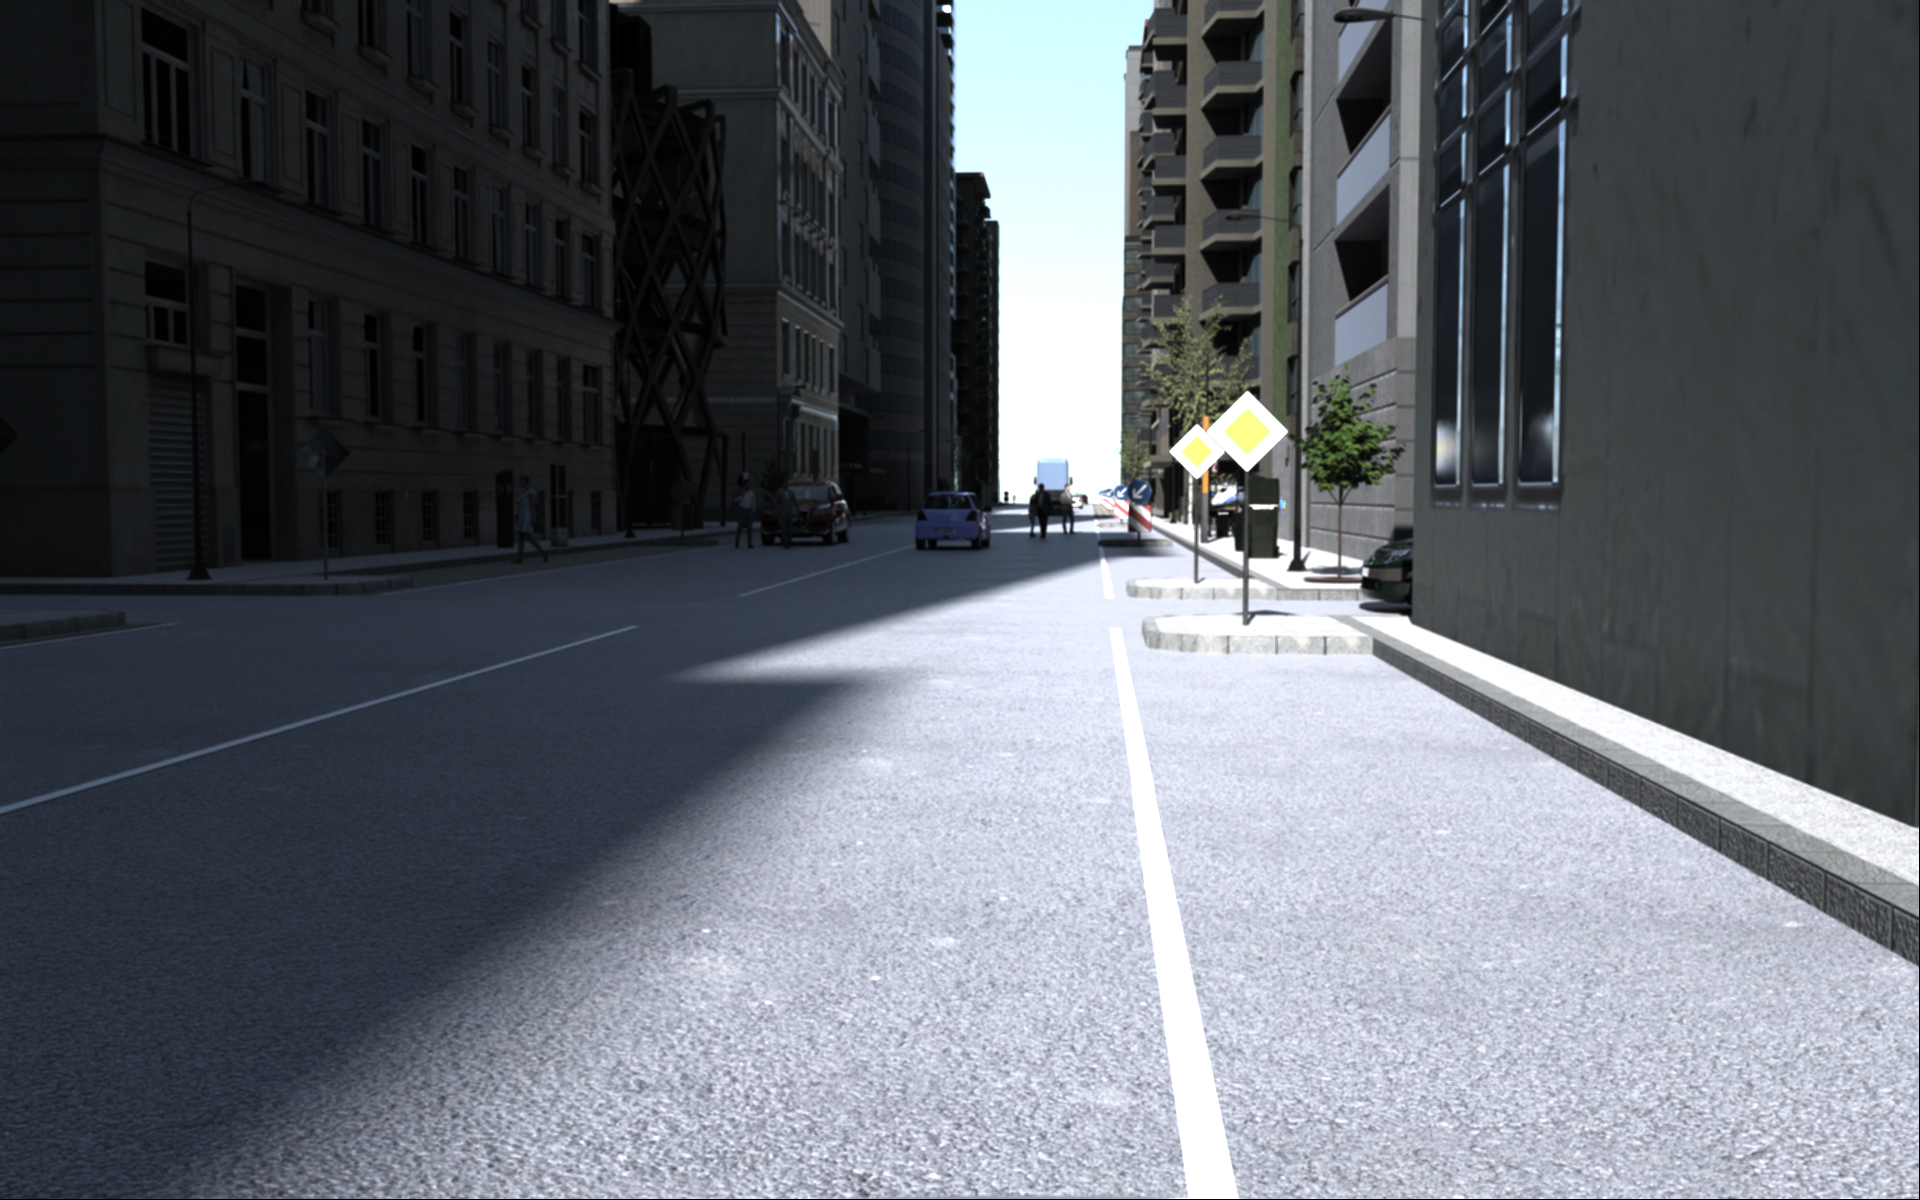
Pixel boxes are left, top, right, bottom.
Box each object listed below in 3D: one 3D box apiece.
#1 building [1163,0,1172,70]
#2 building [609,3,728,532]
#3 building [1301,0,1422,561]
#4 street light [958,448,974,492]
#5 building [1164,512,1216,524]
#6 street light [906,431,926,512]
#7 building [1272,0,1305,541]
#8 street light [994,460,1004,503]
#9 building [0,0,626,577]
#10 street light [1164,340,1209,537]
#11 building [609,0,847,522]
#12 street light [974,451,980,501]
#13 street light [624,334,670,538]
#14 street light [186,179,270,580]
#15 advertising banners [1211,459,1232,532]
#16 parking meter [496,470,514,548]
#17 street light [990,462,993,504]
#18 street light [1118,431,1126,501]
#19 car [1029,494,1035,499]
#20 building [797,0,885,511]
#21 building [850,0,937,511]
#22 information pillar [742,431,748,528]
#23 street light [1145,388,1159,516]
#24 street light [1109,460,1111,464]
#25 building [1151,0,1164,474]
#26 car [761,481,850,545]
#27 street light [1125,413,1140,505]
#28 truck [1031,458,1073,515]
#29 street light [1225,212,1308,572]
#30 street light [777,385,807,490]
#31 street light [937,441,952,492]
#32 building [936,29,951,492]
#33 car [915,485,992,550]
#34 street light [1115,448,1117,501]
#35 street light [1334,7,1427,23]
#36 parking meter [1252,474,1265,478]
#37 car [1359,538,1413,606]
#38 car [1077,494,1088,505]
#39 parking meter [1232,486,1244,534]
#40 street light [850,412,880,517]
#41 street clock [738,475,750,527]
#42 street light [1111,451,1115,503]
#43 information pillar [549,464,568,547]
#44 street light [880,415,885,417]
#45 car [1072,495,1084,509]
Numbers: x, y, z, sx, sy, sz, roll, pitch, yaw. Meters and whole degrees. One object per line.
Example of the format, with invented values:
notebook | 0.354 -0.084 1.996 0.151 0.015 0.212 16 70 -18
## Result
building | 20.183 -28.178 110.823 14.600 45.320 14.200 0 4 4
building | -17.519 -12.083 65.007 16.820 18.784 16.811 0 4 4
building | 21.788 -29.941 31.539 28.212 58.520 21.231 0 4 4
street light | 0.409 -12.320 173.978 1.470 5.913 1.316 0 4 4
building | 19.925 -26.095 81.270 22.147 44.769 28.867 0 4 4
street light | -3.213 -9.431 126.744 1.470 5.913 1.316 0 4 4
building | 16.472 -17.171 52.450 14.160 30.474 14.107 0 4 4
street light | 4.766 -15.927 232.941 1.470 5.913 1.316 0 4 4
building | -19.204 -12.683 40.646 16.112 22.955 30.059 0 4 4
street light | 6.902 -4.877 52.275 1.470 5.913 1.316 0 4 4
building | -13.776 -18.537 88.989 13.634 28.700 20.117 0 4 4
street light | 1.128 -12.996 185.025 1.470 5.913 1.316 0 4 4
street light | -9.113 -4.765 50.452 1.470 5.913 1.316 0 4 4
street light | -10.885 -3.256 25.772 1.470 5.913 1.316 0 4 4
advertising banners | 9.052 -3.832 58.838 0.090 3.025 2.074 -1 4 -23
parking meter | -10.885 -2.184 41.414 0.255 1.863 0.399 1 4 20
street light | 2.867 -14.440 208.635 1.470 5.913 1.316 0 4 4
street light | 12.653 -9.524 128.257 1.470 5.913 1.316 0 4 4
car | 9.636 -12.631 215.561 2.155 1.783 4.494 0 4 4
building | -19.947 -32.191 115.560 28.713 52.752 27.495 0 4 4
building | -13.662 -36.810 143.842 21.231 58.520 28.212 0 4 4
information pillar | -8.056 -4.506 65.022 0.183 3.616 0.504 1 4 8
street light | 8.813 -6.320 75.872 1.470 5.913 1.316 0 4 4
street light | 17.159 -13.154 187.609 1.470 5.913 1.316 0 4 4
building | 28.447 -33.125 130.840 28.713 52.752 27.495 0 4 4
car | -4.421 -2.530 50.036 2.281 1.827 5.304 0 4 3
street light | 10.418 -7.765 99.492 1.470 5.913 1.316 0 4 4
truck | 6.575 -8.240 124.475 2.967 4.110 18.799 0 4 4
street light | 5.067 -3.433 28.672 1.470 5.913 1.316 0 4 4
street light | -7.235 -6.209 74.051 1.470 5.913 1.316 0 4 4
street light | -1.406 -10.875 150.349 1.470 5.913 1.316 0 4 4
building | -8.335 -31.525 165.542 14.600 45.320 14.200 0 4 4
car | -0.156 -2.220 45.896 1.945 1.707 3.694 0 4 6
street light | 14.596 -10.986 152.160 1.470 5.913 1.316 0 4 4
street light | 4.270 -2.699 16.675 1.470 5.913 1.316 0 4 4
parking meter | 8.750 -2.754 50.732 0.399 1.863 0.255 0 4 -6
car | 7.005 -0.683 20.959 4.222 1.686 2.009 0 4 4
car | 16.719 -14.066 239.021 2.155 1.783 4.494 0 4 2
parking meter | 8.870 -2.868 55.298 0.372 1.533 0.369 0 3 0
street light | -5.478 -7.654 97.681 1.470 5.913 1.316 0 4 4
street clock | -8.204 -3.740 65.726 0.471 2.002 0.358 3 5 43
street light | 16.321 -12.441 175.945 1.470 5.913 1.316 0 4 4
information pillar | -9.772 -2.306 42.191 0.304 2.012 0.304 3 5 43
street light | -5.108 -7.946 102.461 1.470 5.913 1.316 0 4 4
car | 11.008 -9.556 168.609 2.083 1.381 4.827 0 4 5
